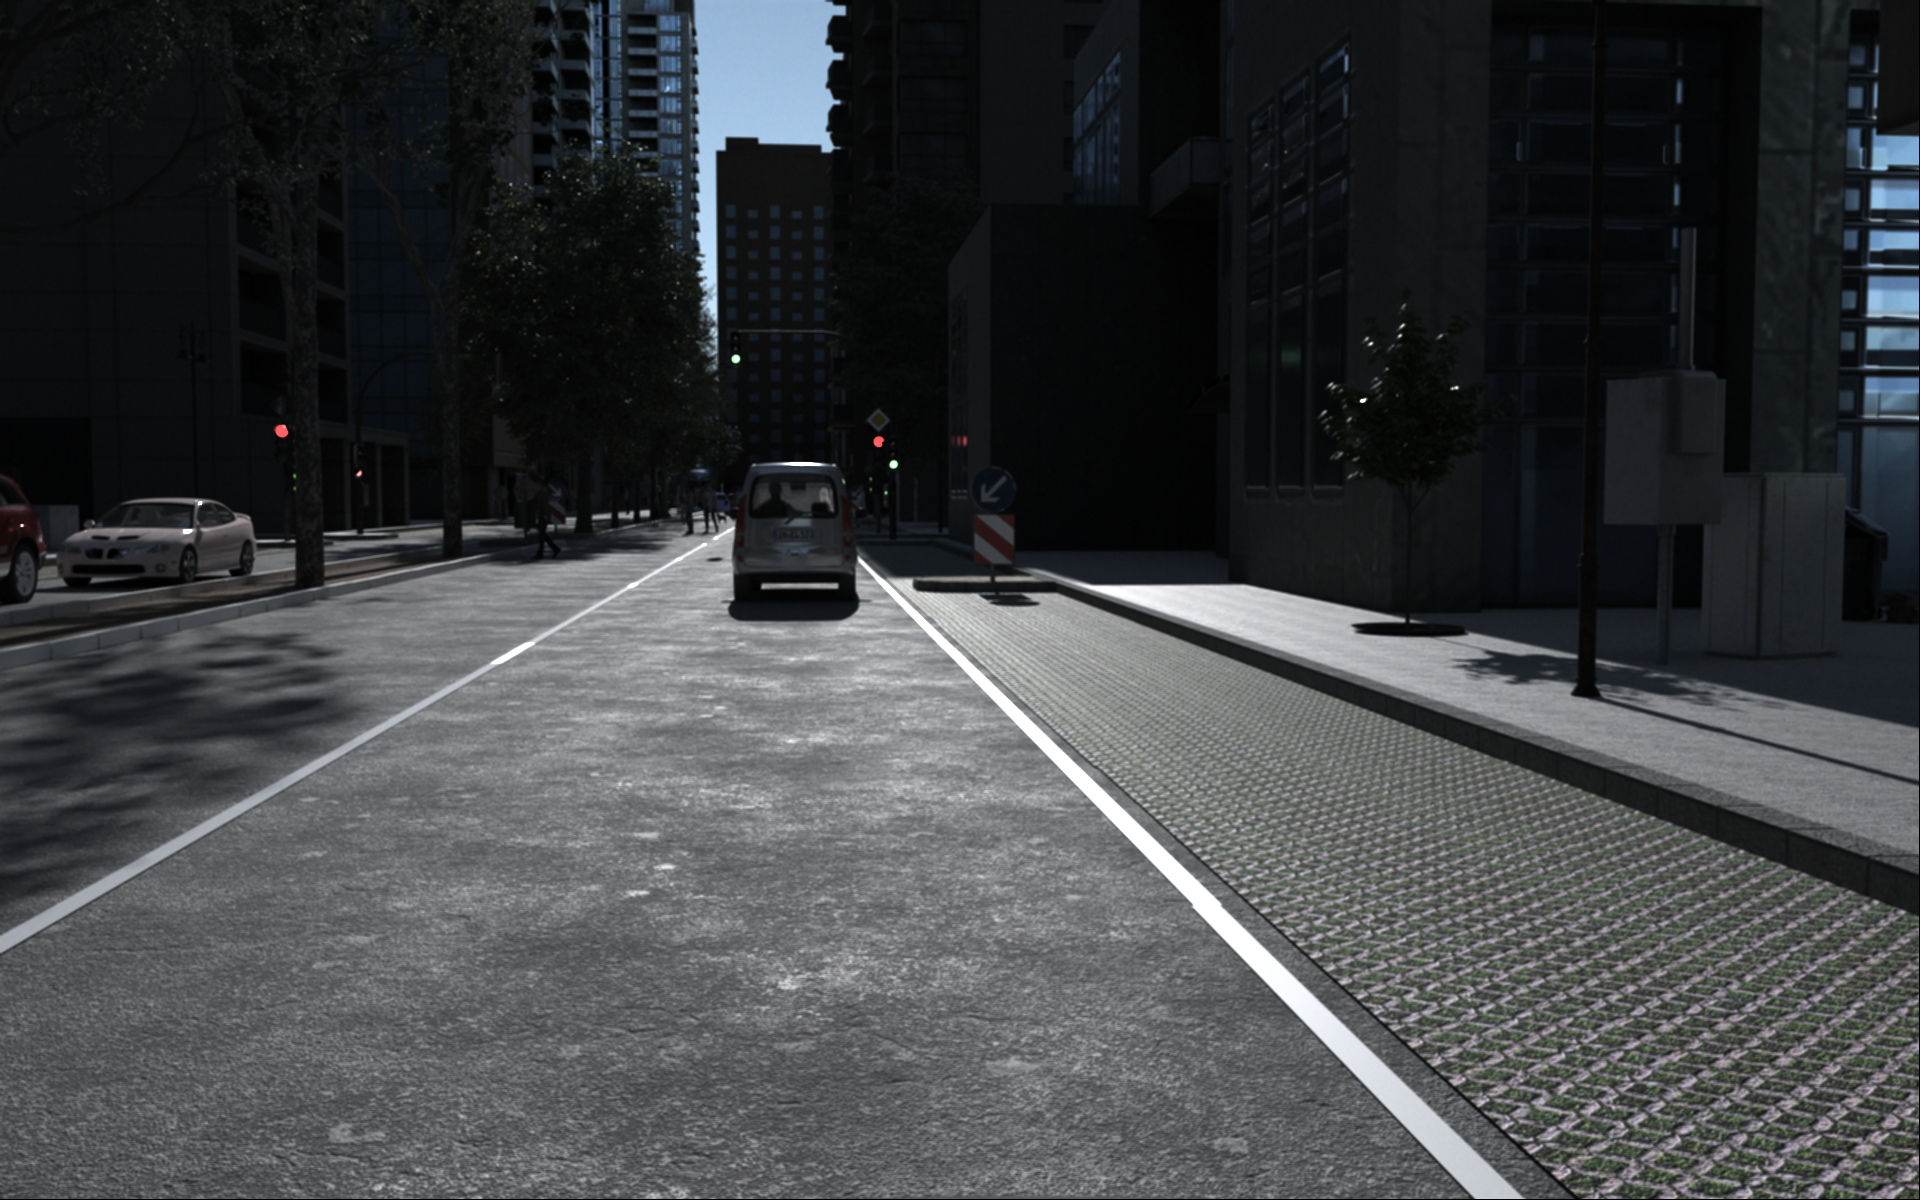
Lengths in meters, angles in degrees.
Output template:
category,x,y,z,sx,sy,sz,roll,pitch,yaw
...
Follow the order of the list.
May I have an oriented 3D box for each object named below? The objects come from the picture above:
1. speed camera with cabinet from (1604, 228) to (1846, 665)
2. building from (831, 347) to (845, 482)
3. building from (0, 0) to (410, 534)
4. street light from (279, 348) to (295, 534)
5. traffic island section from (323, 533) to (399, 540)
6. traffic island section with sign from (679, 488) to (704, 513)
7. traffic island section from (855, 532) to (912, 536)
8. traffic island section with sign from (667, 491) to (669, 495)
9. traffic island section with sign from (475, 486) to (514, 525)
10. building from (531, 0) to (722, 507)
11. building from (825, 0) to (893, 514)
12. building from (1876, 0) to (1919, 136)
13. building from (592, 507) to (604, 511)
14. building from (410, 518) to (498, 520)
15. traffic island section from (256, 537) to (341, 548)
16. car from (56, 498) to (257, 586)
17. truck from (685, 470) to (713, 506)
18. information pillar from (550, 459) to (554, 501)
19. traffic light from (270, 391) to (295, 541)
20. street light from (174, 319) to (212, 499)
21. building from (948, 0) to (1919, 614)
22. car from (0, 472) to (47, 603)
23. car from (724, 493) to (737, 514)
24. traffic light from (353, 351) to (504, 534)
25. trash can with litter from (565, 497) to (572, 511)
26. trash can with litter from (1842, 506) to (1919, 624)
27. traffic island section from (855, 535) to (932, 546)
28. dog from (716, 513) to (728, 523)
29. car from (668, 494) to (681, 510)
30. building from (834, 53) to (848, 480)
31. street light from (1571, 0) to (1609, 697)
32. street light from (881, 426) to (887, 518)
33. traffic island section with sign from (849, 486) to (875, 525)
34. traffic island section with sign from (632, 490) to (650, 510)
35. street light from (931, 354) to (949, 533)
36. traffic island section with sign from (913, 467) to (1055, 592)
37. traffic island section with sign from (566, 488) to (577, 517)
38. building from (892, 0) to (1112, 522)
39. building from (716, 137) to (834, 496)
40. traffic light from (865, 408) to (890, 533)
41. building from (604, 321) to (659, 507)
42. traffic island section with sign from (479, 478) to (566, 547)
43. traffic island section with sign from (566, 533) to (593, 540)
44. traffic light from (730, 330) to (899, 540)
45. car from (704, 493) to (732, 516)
category,x,y,z,sx,sy,sz,roll,pitch,yaw
speed camera with cabinet,5.967,-1.170,13.459,2.038,3.252,0.660,-2,4,-26
building,-0.316,-21.373,194.493,27.650,21.520,28.899,0,4,-5
building,-32.010,-38.183,62.541,20.563,71.187,20.611,0,4,-5
street light,-21.158,-5.031,55.045,0.468,5.910,1.993,0,4,-5
traffic island section,-19.105,-2.009,55.131,2.009,0.180,2.903,0,4,-5
traffic island section with sign,-20.047,-7.464,130.179,2.006,1.907,1.989,0,4,-5
traffic island section,-2.639,-2.105,56.703,2.009,0.180,2.903,0,4,-5
traffic island section with sign,-31.109,-10.683,183.290,1.989,1.847,2.006,0,4,-5
traffic island section with sign,-21.154,-4.351,79.770,1.989,1.847,2.006,0,4,-5
building,-46.549,-55.586,221.496,31.000,86.520,22.319,0,4,-5
building,2.142,-28.312,117.527,22.147,44.769,28.867,0,4,-5
building,10.708,-19.525,2.833,14.154,41.232,14.086,0,4,-5
building,-40.727,-50.736,142.209,22.319,86.520,31.000,0,4,-5
building,-30.902,-27.021,91.903,14.600,45.320,14.200,0,4,-5
traffic island section,-18.340,-1.523,47.182,2.009,0.180,2.903,0,4,-5
car,-13.105,-0.988,28.508,2.083,1.381,4.827,0,4,-5
truck,-29.501,-12.692,197.264,2.967,4.110,18.799,0,4,-7
information pillar,-25.832,-7.233,109.617,0.183,3.616,0.504,0,4,7
traffic light,-18.300,-3.555,47.051,0.839,4.253,0.868,0,4,-5
street light,-20.258,-4.469,45.862,0.468,5.910,1.993,0,4,-5
building,12.265,-44.009,32.225,22.319,86.520,31.000,0,4,-5
car,-13.148,-0.764,21.170,2.281,1.827,5.304,0,4,-5
car,-16.027,-7.061,124.483,2.155,1.783,4.494,0,4,-7
traffic light,-16.990,-4.928,55.234,4.771,5.953,1.251,0,4,-5
trash can with litter,-29.192,-7.144,128.198,1.055,1.170,0.624,-1,4,-17
trash can with litter,9.319,-0.375,17.513,0.624,1.170,1.055,-3,5,-39
traffic island section,-1.874,-1.619,48.755,2.009,0.180,2.903,0,4,-5
dog,-11.599,-3.984,84.421,0.406,0.507,0.540,1,4,19
car,-25.506,-8.914,155.523,2.009,1.686,4.222,0,4,-6
building,-4.677,-31.901,171.684,14.600,45.320,14.200,0,4,-5
street light,3.983,-2.328,10.844,0.468,5.910,1.993,0,4,-5
street light,-4.152,-7.401,93.801,0.468,5.910,1.993,0,4,-5
traffic island section with sign,-5.042,-4.474,81.775,1.989,1.847,2.006,0,4,-5
traffic island section with sign,-28.518,-9.042,156.459,1.989,1.847,2.006,0,4,-5
street light,-0.652,-5.169,57.306,0.468,5.910,1.993,0,4,-5
traffic island section with sign,0.310,-1.065,26.045,1.989,1.847,2.006,0,4,-5
traffic island section with sign,-23.755,-6.008,106.855,1.989,1.847,2.006,0,4,-5
building,3.558,-19.219,85.939,14.160,30.474,14.107,0,4,-5
building,-23.471,-34.915,220.974,14.200,45.320,14.600,0,4,-5
traffic light,-2.679,-4.139,56.585,0.839,4.253,0.868,0,4,-5
building,-48.881,-21.105,190.098,28.899,21.520,27.650,0,4,-5
traffic island section with sign,-12.147,-2.439,48.011,2.006,1.907,1.989,0,4,-5
traffic island section with sign,-12.847,-2.890,55.385,2.006,1.907,1.989,0,4,-5
traffic light,-3.989,-4.503,48.296,4.771,5.953,1.251,0,4,-5
car,-16.041,-6.408,114.358,1.945,1.707,3.694,0,4,-6
